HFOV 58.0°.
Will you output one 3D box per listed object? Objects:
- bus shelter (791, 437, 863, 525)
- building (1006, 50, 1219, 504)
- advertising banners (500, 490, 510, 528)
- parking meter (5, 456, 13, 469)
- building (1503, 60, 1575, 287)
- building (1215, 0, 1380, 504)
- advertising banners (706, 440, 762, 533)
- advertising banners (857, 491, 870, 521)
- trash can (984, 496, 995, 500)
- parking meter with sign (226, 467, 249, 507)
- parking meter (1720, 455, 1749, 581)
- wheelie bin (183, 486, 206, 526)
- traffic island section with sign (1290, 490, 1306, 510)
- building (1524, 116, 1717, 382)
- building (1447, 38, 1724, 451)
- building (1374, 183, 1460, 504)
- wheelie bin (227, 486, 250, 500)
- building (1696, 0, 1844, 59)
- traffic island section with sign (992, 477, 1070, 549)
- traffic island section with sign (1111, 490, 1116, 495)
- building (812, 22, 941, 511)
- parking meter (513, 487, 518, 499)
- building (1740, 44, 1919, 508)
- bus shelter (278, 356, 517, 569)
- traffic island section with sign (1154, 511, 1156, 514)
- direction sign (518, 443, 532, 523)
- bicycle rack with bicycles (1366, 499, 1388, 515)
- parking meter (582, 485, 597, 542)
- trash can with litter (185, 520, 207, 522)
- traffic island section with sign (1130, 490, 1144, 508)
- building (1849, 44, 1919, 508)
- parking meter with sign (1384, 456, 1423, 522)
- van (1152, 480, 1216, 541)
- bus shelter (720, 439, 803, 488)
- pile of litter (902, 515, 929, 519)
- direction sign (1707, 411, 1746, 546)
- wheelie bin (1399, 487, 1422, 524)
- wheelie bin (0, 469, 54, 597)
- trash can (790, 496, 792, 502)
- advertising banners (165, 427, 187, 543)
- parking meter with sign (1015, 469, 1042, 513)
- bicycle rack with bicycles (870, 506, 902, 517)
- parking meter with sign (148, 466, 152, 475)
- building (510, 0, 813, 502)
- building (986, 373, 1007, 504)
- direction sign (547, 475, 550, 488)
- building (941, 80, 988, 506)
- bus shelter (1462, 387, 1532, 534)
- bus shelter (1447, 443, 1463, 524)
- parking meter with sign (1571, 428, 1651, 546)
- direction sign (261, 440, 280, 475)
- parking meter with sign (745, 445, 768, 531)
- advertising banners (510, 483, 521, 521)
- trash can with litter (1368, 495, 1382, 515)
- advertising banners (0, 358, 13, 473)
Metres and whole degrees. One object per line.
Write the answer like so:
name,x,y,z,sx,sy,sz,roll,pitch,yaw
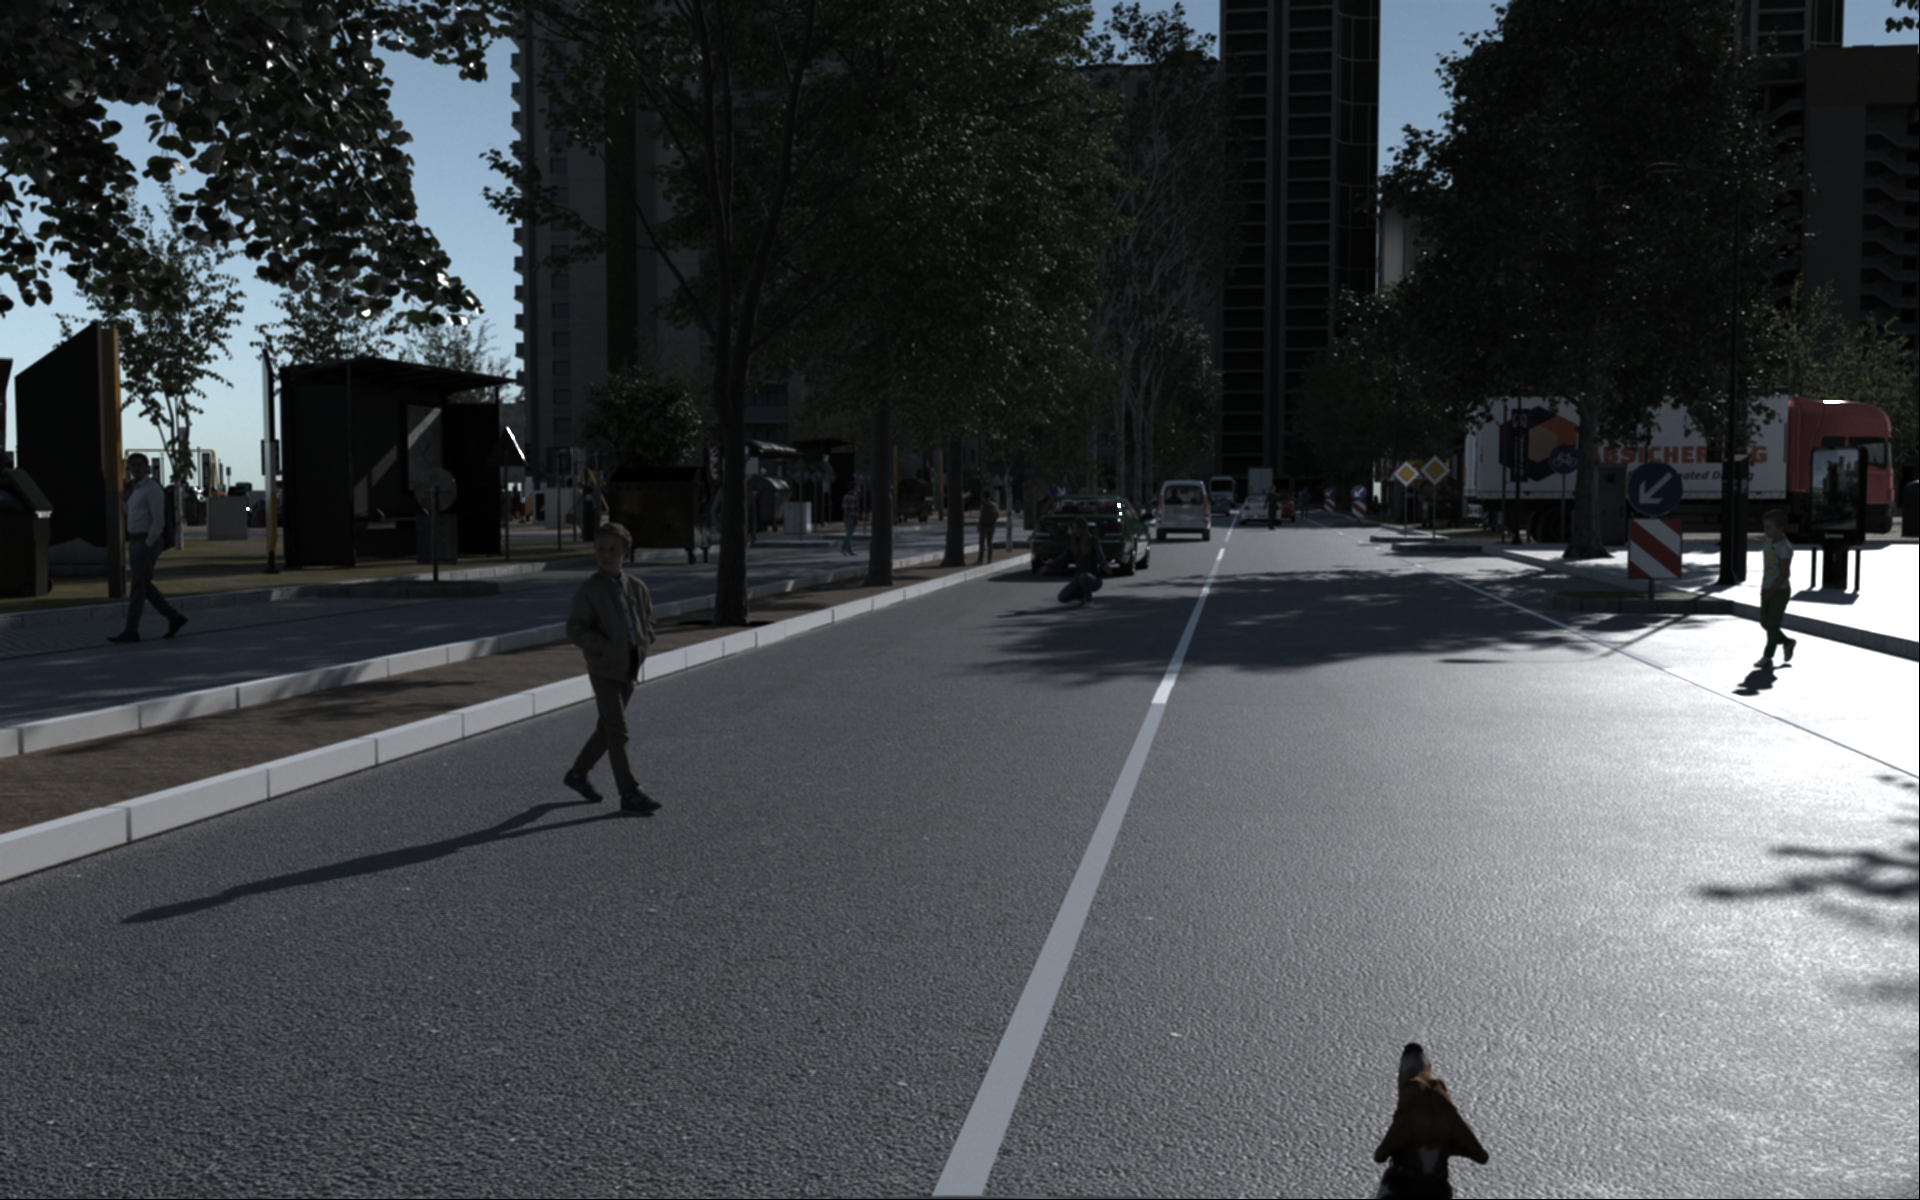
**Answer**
bus shelter,-5.712,-5.119,74.974,1.731,3.624,6.357,1,4,9
building,20.837,-42.397,235.186,28.212,58.520,21.231,1,4,9
advertising banners,-17.515,-4.256,65.780,0.090,3.025,2.074,0,4,0
parking meter,-14.195,-1.220,25.657,0.399,1.863,0.255,3,5,41
building,52.950,-28.381,147.630,14.154,41.232,14.086,1,4,9
building,44.875,-48.458,230.543,20.611,71.187,20.563,1,4,9
advertising banners,-7.375,-3.690,56.513,2.074,3.025,0.090,-3,4,-38
advertising banners,-4.425,-5.282,82.545,0.090,3.025,2.074,1,4,22
trash can,2.363,-7.210,129.531,0.748,1.137,0.748,0,3,0
parking meter with sign,-46.191,-7.047,111.476,1.738,3.016,0.543,0,4,-6
parking meter,11.434,-1.215,25.573,0.399,1.863,0.255,-3,5,-43
wheelie bin,-30.918,-3.793,69.930,0.693,1.594,0.980,0,4,6
traffic island section with sign,30.074,-8.833,153.046,1.989,1.847,2.006,1,4,9
building,50.579,-22.148,133.814,14.160,30.474,14.107,1,4,9
building,59.640,-31.408,168.148,22.147,44.769,28.867,1,4,9
building,61.878,-33.179,226.077,14.086,41.232,14.154,1,4,9
wheelie bin,-29.345,-3.822,70.401,0.693,1.594,0.980,3,5,44
building,100.923,-47.934,221.977,20.611,71.187,20.563,1,4,9
traffic island section with sign,1.930,-2.328,46.205,2.006,1.907,1.989,1,4,9
traffic island section with sign,13.899,-8.988,155.589,1.989,1.847,2.006,1,4,9
building,-14.362,-36.947,146.089,21.231,58.520,28.212,1,4,9
parking meter,-33.524,-7.640,130.629,0.399,1.863,0.255,0,4,-8
building,83.900,-31.900,171.680,14.200,45.320,14.600,1,4,9
bus shelter,-10.427,-2.534,32.715,1.731,3.624,6.357,1,4,9
traffic island section with sign,15.354,-7.310,127.656,2.006,1.907,1.989,1,4,9
direction sign,-19.508,-5.208,77.145,0.876,3.537,0.379,0,4,-2
bicycle rack with bicycles,30.185,-6.582,120.996,2.925,0.926,2.852,0,4,0
parking meter,-10.005,-2.347,46.778,0.372,1.533,0.369,0,3,0
trash can with litter,-34.954,-4.133,78.629,1.678,1.210,2.233,1,4,18
traffic island section with sign,18.290,-10.615,182.185,1.989,1.847,2.006,1,4,9
building,97.987,-31.788,169.840,14.200,45.320,14.600,1,4,9
parking meter with sign,20.341,-5.088,79.449,1.738,3.016,0.543,1,4,17
van,7.024,-2.893,54.308,2.013,2.044,4.112,1,4,8
bus shelter,-7.559,-4.360,65.207,2.014,3.302,5.546,1,4,9
pile of litter,-2.380,-4.660,90.162,1.176,0.858,1.719,-1,4,-20
direction sign,18.999,-3.118,42.981,0.876,3.537,0.379,1,4,20
wheelie bin,19.201,-4.050,74.125,0.693,1.594,0.980,-1,4,-12
wheelie bin,-11.819,-0.842,21.675,0.693,1.594,0.980,-1,4,-9
trash can,-11.654,-6.766,122.272,0.748,1.137,0.748,0,3,0
advertising banners,-20.853,-3.033,45.784,2.074,3.025,0.090,3,5,43
parking meter with sign,4.574,-7.338,116.232,1.738,3.016,0.543,1,4,9
bicycle rack with bicycles,-4.163,-5.241,99.074,2.852,0.926,2.925,3,5,41
parking meter with sign,-50.118,-6.731,106.320,0.543,3.016,1.738,-3,4,-39
building,-32.737,-39.518,188.118,28.212,58.520,21.231,1,4,9
building,-5.952,-40.052,244.092,27.495,52.752,28.713,1,4,9
direction sign,-31.847,-8.687,134.024,0.379,3.537,0.876,-2,4,-25
building,-8.554,-45.551,183.004,20.611,71.187,20.563,1,4,9
bus shelter,19.041,-5.006,59.474,2.179,5.291,8.768,1,4,9
bus shelter,21.959,-5.864,73.515,2.179,5.291,8.768,1,4,10
parking meter with sign,16.110,-2.853,42.914,1.738,3.016,0.543,1,4,11
direction sign,-28.655,-4.896,72.048,0.876,3.537,0.379,1,4,17
parking meter with sign,-7.289,-3.959,60.983,0.543,3.016,1.738,-2,4,-32
advertising banners,-21.597,-5.311,83.024,0.090,3.025,2.074,-3,5,-39
trash can with litter,24.934,-5.724,104.648,1.678,1.210,2.233,2,4,25
advertising banners,-13.005,-1.564,21.762,2.074,3.025,0.090,-3,5,-40
